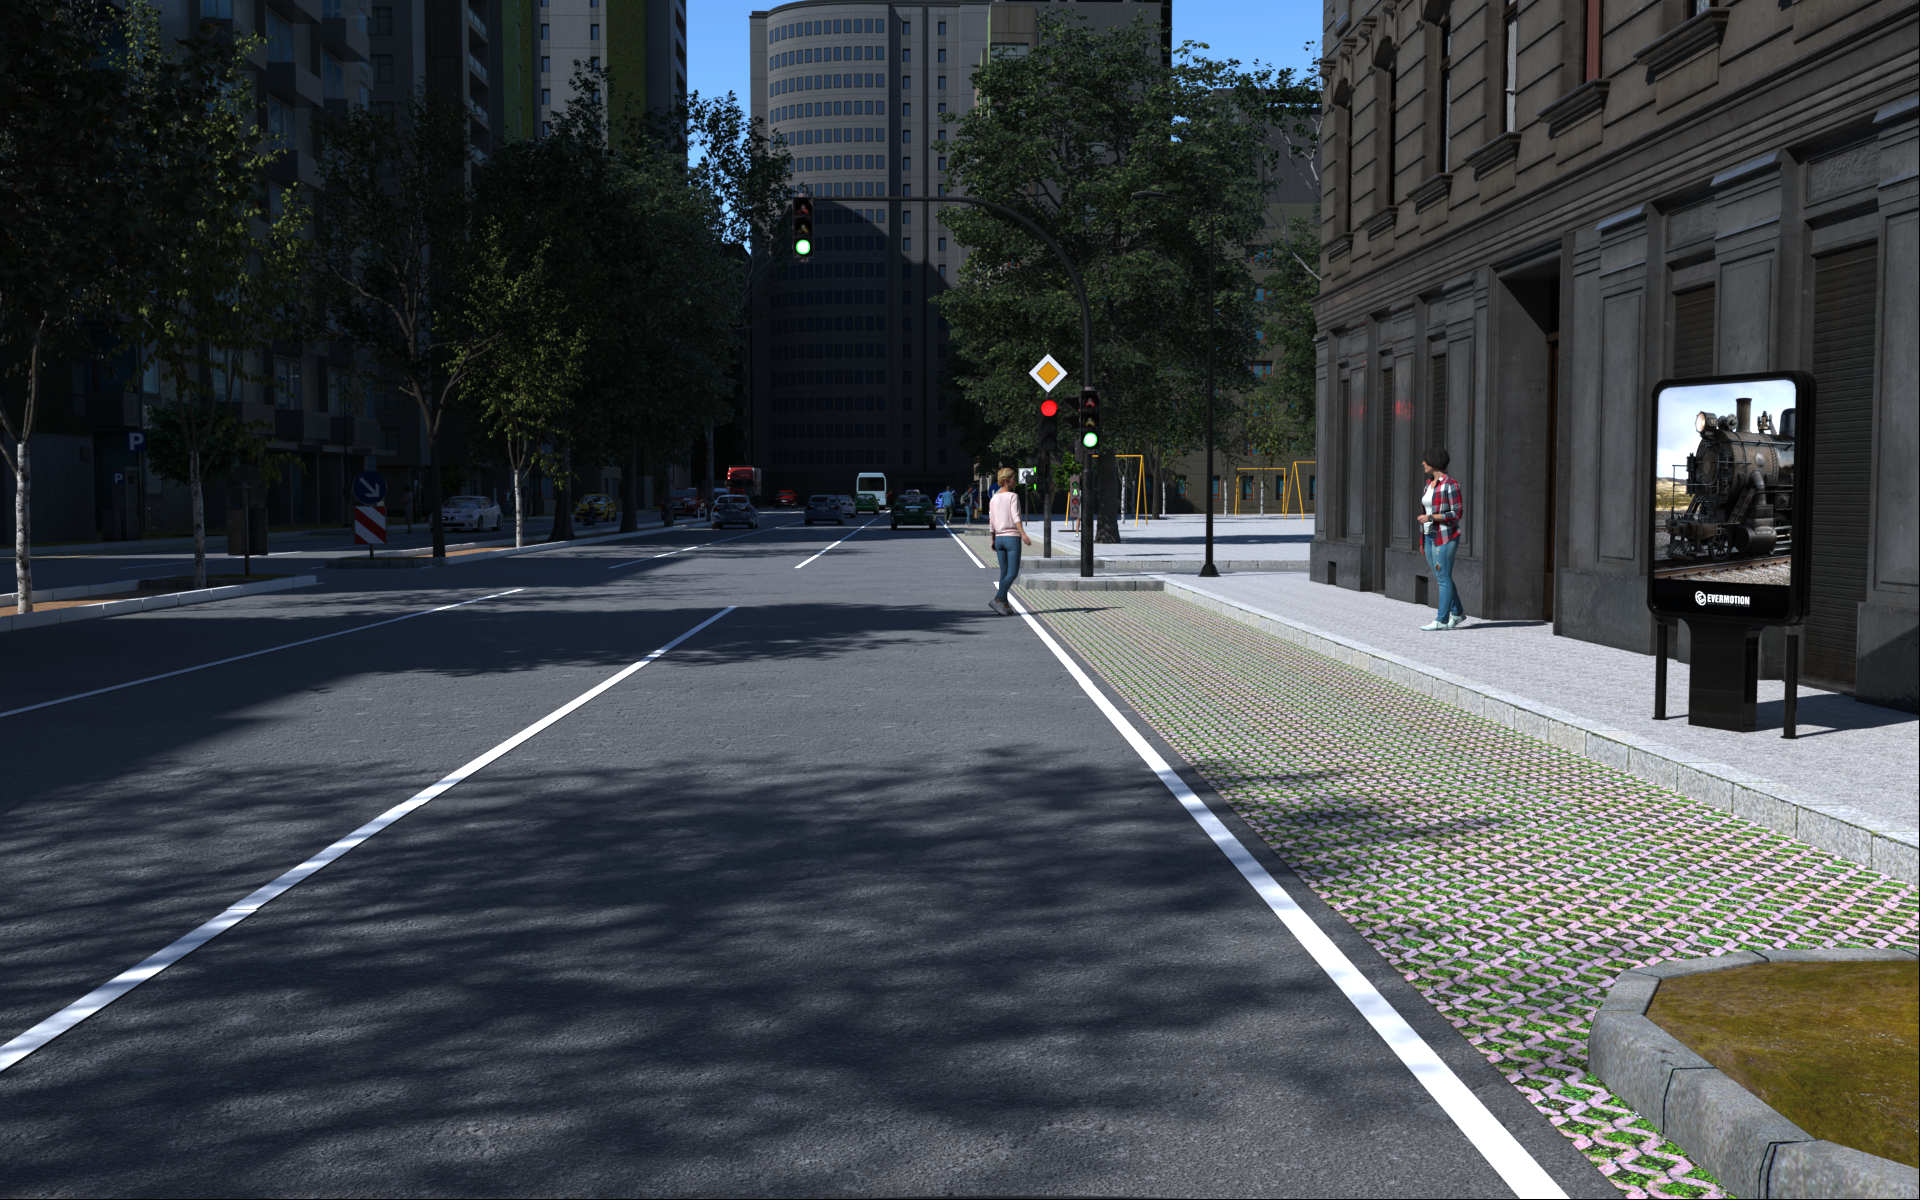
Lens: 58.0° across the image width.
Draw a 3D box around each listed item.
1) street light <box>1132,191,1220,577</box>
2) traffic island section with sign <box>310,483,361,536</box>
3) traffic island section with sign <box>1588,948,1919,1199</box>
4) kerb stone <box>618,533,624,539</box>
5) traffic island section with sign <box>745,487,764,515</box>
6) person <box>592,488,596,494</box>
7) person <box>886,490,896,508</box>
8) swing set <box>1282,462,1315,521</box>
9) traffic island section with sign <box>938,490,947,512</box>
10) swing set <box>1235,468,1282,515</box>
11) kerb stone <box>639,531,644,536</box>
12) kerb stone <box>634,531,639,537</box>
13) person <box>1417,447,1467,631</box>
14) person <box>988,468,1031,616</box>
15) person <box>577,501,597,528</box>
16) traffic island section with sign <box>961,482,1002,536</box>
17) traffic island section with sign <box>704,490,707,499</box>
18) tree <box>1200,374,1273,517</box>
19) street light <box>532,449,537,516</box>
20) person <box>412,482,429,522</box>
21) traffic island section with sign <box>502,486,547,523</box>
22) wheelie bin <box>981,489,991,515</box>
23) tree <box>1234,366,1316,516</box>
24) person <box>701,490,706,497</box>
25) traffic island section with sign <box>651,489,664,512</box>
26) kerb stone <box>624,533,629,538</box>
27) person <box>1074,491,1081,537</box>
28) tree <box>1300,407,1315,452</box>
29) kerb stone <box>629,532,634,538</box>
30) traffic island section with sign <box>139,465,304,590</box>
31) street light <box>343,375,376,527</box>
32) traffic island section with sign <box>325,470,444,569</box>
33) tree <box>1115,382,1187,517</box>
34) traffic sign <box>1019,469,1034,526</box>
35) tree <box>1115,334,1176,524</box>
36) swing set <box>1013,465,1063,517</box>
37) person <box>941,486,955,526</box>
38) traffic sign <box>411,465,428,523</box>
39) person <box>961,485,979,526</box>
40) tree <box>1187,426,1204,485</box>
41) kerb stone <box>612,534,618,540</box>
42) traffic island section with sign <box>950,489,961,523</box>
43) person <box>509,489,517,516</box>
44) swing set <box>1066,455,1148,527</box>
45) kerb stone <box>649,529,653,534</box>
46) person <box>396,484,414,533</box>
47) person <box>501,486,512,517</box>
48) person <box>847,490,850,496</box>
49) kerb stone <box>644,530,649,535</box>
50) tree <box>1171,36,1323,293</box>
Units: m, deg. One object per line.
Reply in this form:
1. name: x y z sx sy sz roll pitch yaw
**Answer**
1. street light: 3.332 -3.315 26.739 1.470 5.913 1.316 0 4 -1
2. traffic island section with sign: -21.291 -3.158 60.264 1.989 1.847 2.006 0 4 -1
3. traffic island section with sign: 2.558 0.293 3.833 1.989 1.847 2.006 0 4 -1
4. kerb stone: -10.906 -2.009 55.045 0.120 0.150 1.000 0 4 -1
5. traffic island section with sign: -13.318 -6.185 109.260 2.006 1.907 1.989 0 4 -1
6. person: -25.331 -6.894 119.674 0.530 1.710 0.541 -2 4 -33
7. person: -6.904 -10.038 172.582 1.348 1.831 0.705 -3 5 -39
8. swing set: 17.685 -5.276 83.890 3.119 2.851 2.862 0 4 -7
9. traffic island section with sign: -1.447 -9.495 163.874 1.989 1.847 2.006 0 4 -1
10. swing set: 18.429 -6.583 105.255 3.119 2.851 2.862 1 4 14
11. kerb stone: -11.008 -2.259 59.137 0.120 0.150 1.000 0 4 -1
12. kerb stone: -10.990 -2.188 58.115 0.120 0.150 1.000 0 4 -1
13. person: 4.566 -0.578 16.337 0.643 1.720 0.563 -1 4 -10
14. person: 0.546 -0.689 20.433 0.731 1.740 0.598 3 4 37
15. person: -15.738 -3.643 73.565 0.738 1.151 1.012 -2 4 -33
16. traffic island section with sign: 1.158 -3.131 59.827 1.989 1.847 2.006 0 4 -1
17. traffic island section with sign: -23.873 -9.489 163.766 1.989 1.847 2.006 0 4 -1
18. tree: 14.868 -8.900 95.881 4.360 8.622 3.978 0 3 0
19. street light: -24.089 -7.804 100.137 1.470 5.913 1.316 0 4 -1
20. person: -24.818 -4.516 79.660 0.755 1.850 0.659 0 4 -5
21. traffic island section with sign: -21.967 -4.823 87.486 1.989 1.847 2.006 0 4 -1
22. wheelie bin: 1.621 -6.103 107.692 0.693 1.594 0.980 0 4 -3
23. tree: 17.868 -9.207 100.896 4.737 8.622 4.395 0 3 0
24. person: -27.016 -10.704 181.762 0.721 1.736 1.217 -3 5 -44
25. traffic island section with sign: -23.180 -7.793 136.048 1.989 1.847 2.006 0 4 -1
26. kerb stone: -10.944 -2.072 56.067 0.120 0.150 1.000 0 4 -1
27. person: 3.703 -2.720 51.525 0.512 1.701 0.522 -1 4 -19
28. tree: 20.818 -8.824 94.631 4.360 8.622 3.978 0 3 0
29. kerb stone: -10.961 -2.131 57.093 0.120 0.150 1.000 0 4 -1
30. traffic island section with sign: -11.249 -1.138 26.741 2.006 1.907 1.989 0 4 -1
31. street light: -23.230 -5.778 67.017 1.470 5.913 1.316 0 4 -1
32. traffic island section with sign: -11.425 -1.591 34.146 2.006 1.907 1.989 0 4 -1
33. tree: 9.453 -8.877 95.503 4.737 8.622 4.395 0 3 0
34. traffic sign: 2.651 -4.104 69.228 0.606 2.300 0.079 0 4 -1
35. tree: 7.221 -7.609 74.761 4.360 8.622 3.978 0 3 0
36. swing set: 4.584 -5.931 94.584 3.119 2.851 2.862 3 5 40
37. person: -0.549 -4.232 78.043 0.601 1.785 0.444 1 4 18
38. traffic sign: -23.683 -4.636 75.912 0.768 2.556 0.104 0 4 0
39. person: 0.447 -4.157 76.450 0.794 1.824 0.713 -2 4 -34
40. tree: 12.391 -9.393 103.941 4.737 8.622 4.395 0 3 0
41. kerb stone: -10.886 -1.946 54.018 0.120 0.150 1.000 0 4 -1
42. traffic island section with sign: 0.488 -4.780 86.774 1.989 1.847 2.006 0 4 -1
43. person: -26.320 -5.896 102.547 0.850 1.850 0.679 0 4 7
44. swing set: 6.075 -4.427 69.998 3.119 2.851 2.862 1 4 15
45. kerb stone: -11.068 -2.384 61.180 0.120 0.150 1.000 0 4 -1
46. person: -20.201 -3.326 63.237 0.532 1.782 0.716 1 4 8
47. person: -25.845 -5.615 98.681 0.643 1.720 0.563 3 5 39
48. person: -10.378 -9.294 160.473 0.705 1.823 1.348 0 4 5
49. kerb stone: -11.042 -2.322 60.158 0.120 0.150 1.000 0 4 -1
50. tree: 13.394 -12.446 59.380 12.611 20.169 13.585 0 3 0
